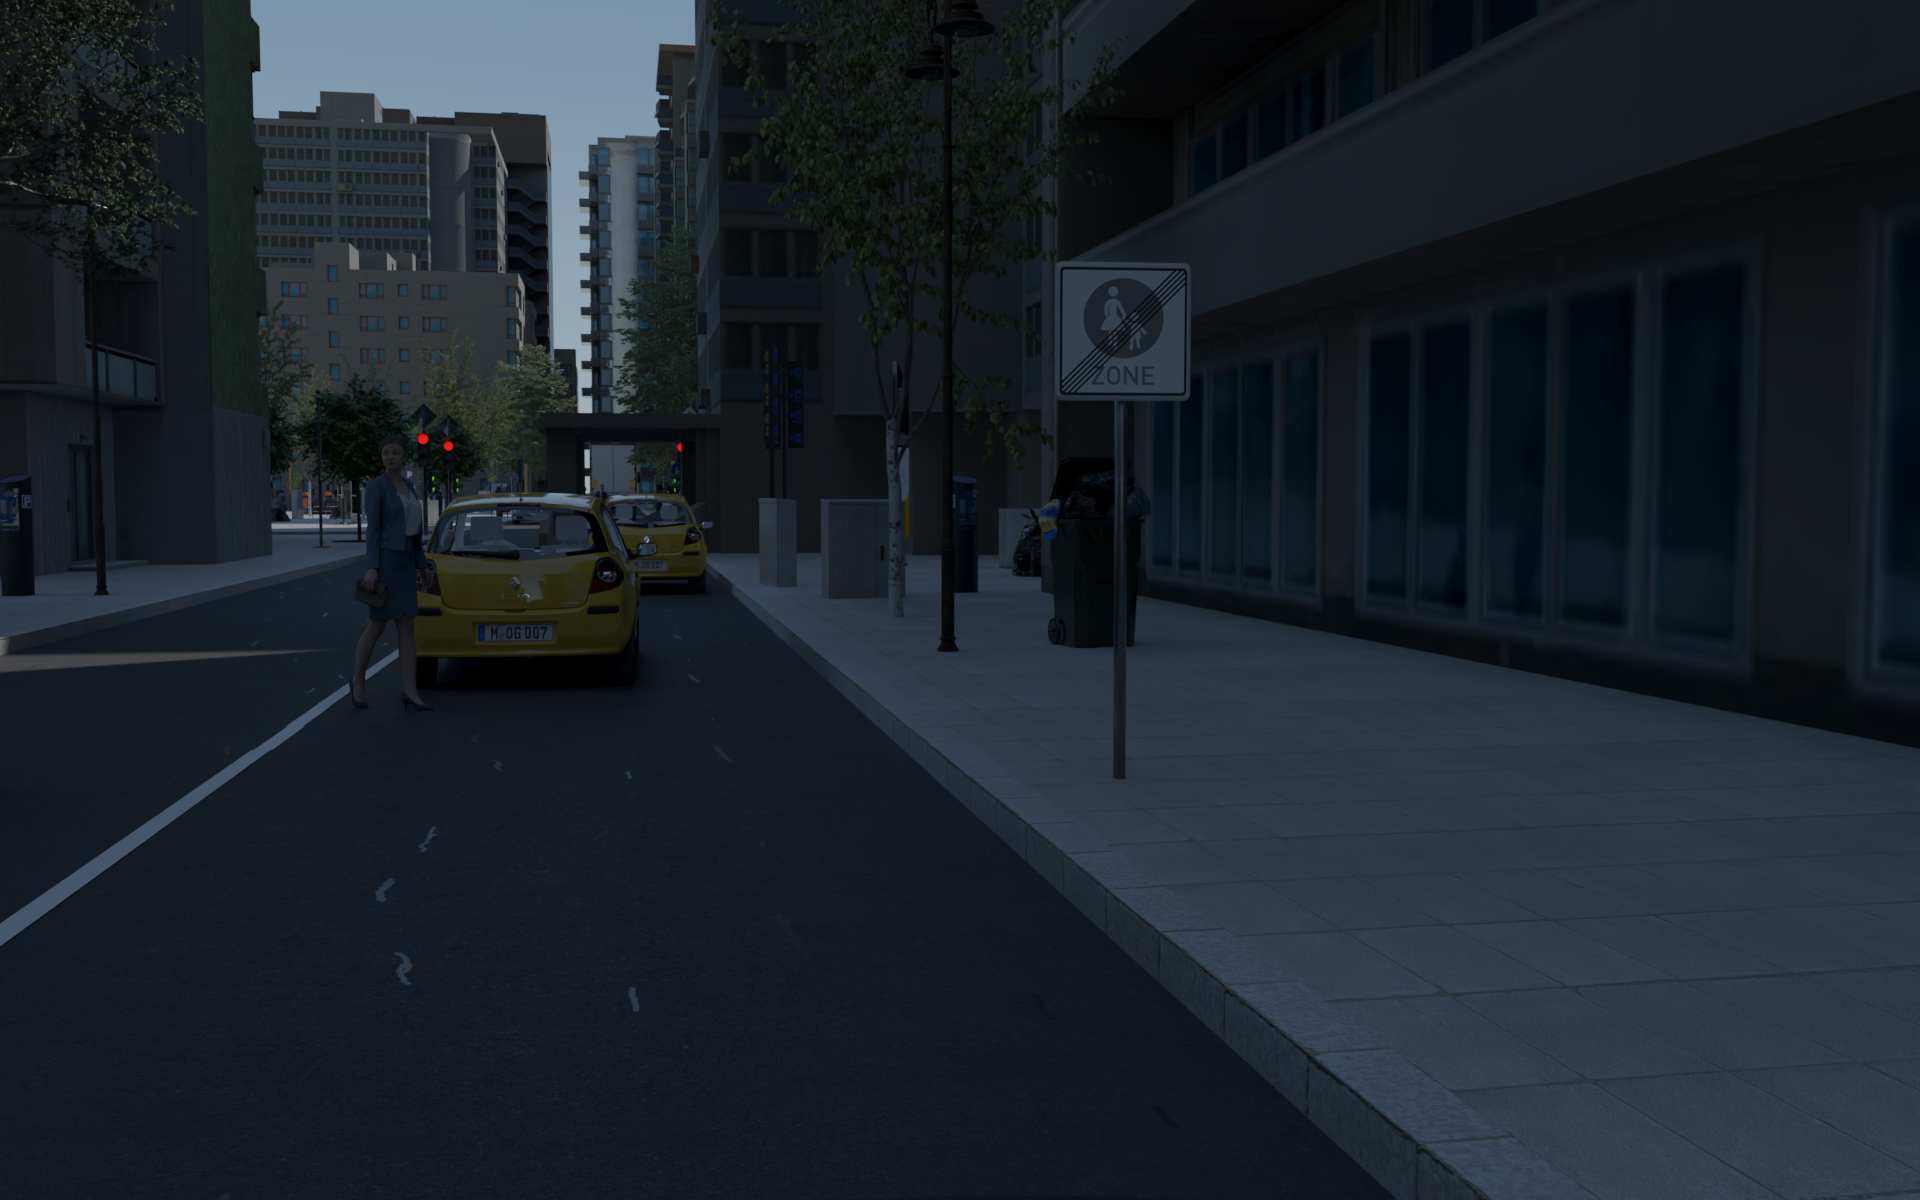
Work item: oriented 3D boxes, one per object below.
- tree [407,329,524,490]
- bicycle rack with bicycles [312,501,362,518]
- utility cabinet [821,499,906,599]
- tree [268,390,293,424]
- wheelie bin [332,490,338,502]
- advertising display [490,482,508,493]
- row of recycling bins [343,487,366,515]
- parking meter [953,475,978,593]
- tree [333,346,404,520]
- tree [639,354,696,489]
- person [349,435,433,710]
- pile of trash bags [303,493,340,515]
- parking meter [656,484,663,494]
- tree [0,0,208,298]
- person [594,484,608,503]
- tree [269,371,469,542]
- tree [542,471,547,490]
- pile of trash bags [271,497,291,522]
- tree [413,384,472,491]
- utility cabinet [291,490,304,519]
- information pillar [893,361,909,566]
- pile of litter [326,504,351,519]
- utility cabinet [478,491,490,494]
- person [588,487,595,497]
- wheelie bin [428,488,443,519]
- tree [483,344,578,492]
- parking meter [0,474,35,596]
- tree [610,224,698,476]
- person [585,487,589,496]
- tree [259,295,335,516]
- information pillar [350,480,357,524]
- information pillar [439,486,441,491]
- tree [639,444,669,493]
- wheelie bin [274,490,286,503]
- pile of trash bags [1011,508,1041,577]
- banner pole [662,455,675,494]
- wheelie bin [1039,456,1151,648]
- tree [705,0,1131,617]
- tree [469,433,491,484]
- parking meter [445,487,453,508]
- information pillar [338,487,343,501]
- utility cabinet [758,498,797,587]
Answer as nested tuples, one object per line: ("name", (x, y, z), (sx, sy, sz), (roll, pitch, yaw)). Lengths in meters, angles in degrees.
("tree", (-23.024, -7.823, 78.276), (4.737, 8.622, 4.395), (0, 3, 0))
("bicycle rack with bicycles", (-33.249, -4.875, 93.087), (2.852, 0.926, 2.925), (2, 4, 32))
("utility cabinet", (-1.193, -0.629, 21.454), (1.020, 1.237, 0.306), (-2, 4, -25))
("tree", (-47.016, -10.224, 117.525), (4.360, 8.622, 3.978), (0, 3, 0))
("wheelie bin", (-46.787, -7.485, 130.286), (0.693, 1.594, 0.980), (1, 4, 16))
("advertising display", (-25.234, -5.483, 94.863), (0.974, 1.923, 0.123), (-2, 4, -27))
("row of recycling bins", (-37.542, -6.240, 109.140), (1.069, 1.692, 3.534), (1, 4, 16))
("parking meter", (0.051, -0.867, 22.593), (0.372, 1.533, 0.369), (0, 3, 0))
("tree", (-29.858, -8.326, 86.490), (4.360, 8.622, 3.978), (0, 3, 0))
("tree", (-13.883, -8.284, 85.812), (4.360, 8.622, 3.978), (0, 3, 0))
("person", (-3.796, -0.184, 11.540), (0.654, 1.822, 0.581), (3, 4, 37))
("pile of trash bags", (-39.877, -5.974, 107.434), (1.912, 1.369, 3.447), (0, 4, 4))
("parking meter", (-17.990, -5.990, 103.639), (0.255, 1.863, 0.399), (3, 5, 40))
("tree", (-10.293, -4.925, 14.943), (7.601, 10.594, 8.767), (-1, 4, -20))
("person", (-17.347, -4.641, 83.738), (0.474, 1.900, 0.648), (3, 4, 39))
("tree", (-16.209, -3.841, 46.509), (4.285, 4.588, 4.351), (0, 3, 0))
("tree", (-44.574, -12.676, 190.973), (4.285, 4.588, 4.351), (0, 3, 0))
("pile of trash bags", (-32.663, -4.312, 80.258), (3.447, 1.369, 1.912), (2, 4, 32))
("tree", (-34.390, -10.112, 115.691), (4.360, 8.622, 3.978), (0, 3, 0))
("utility cabinet", (-33.963, -4.901, 88.809), (0.318, 1.500, 1.173), (0, 4, -7))
("information pillar", (-1.059, -2.418, 30.887), (0.183, 3.616, 0.504), (2, 4, 25))
("pile of litter", (-32.018, -4.652, 90.027), (1.719, 0.858, 1.176), (-1, 4, -17))
("utility cabinet", (-31.686, -6.564, 115.999), (1.173, 1.500, 0.318), (2, 4, 28))
("person", (-19.070, -4.921, 89.305), (0.599, 1.781, 0.374), (0, 4, -5))
("wheelie bin", (-25.261, -4.617, 83.390), (0.693, 1.594, 0.980), (-2, 4, -31))
("tree", (-32.158, -13.014, 130.913), (7.486, 12.596, 7.792), (0, 3, 0))
("parking meter", (-11.906, -0.822, 21.855), (0.372, 1.533, 0.369), (0, 3, 0))
("tree", (-10.877, -9.487, 73.245), (7.486, 12.596, 7.792), (0, 3, 0))
("person", (-15.415, -3.843, 72.002), (0.598, 1.740, 0.731), (1, 4, 18))
("tree", (-25.513, -6.872, 62.724), (4.737, 8.622, 4.395), (0, 3, 0))
("information pillar", (-26.066, -4.284, 74.543), (0.304, 2.012, 0.304), (-1, 4, -23))
("information pillar", (-26.872, -5.172, 89.047), (0.304, 2.012, 0.304), (-2, 4, -26))
("tree", (-19.625, -10.088, 115.297), (4.737, 8.622, 4.395), (0, 3, 0))
("wheelie bin", (-51.016, -7.460, 129.871), (0.980, 1.594, 0.693), (1, 4, 9))
("pile of trash bags", (2.631, -1.068, 27.207), (3.447, 1.369, 1.912), (-1, 4, -21))
("banner pole", (-18.178, -7.252, 108.582), (0.863, 3.779, 0.401), (2, 4, 31))
("wheelie bin", (1.176, -0.412, 14.649), (0.980, 1.594, 0.693), (-1, 4, -20))
("tree", (-0.603, -4.112, 17.602), (4.737, 8.622, 4.395), (0, 3, 0))
("tree", (-20.266, -5.157, 68.032), (4.285, 4.588, 4.351), (0, 3, 0))
("parking meter", (-22.052, -4.222, 74.733), (0.255, 1.863, 0.399), (0, 4, 3))
("information pillar", (-45.139, -7.442, 126.162), (0.304, 2.012, 0.304), (0, 4, -7))
("utility cabinet", (-2.556, -0.807, 24.350), (0.306, 1.237, 1.020), (-1, 4, -21))
